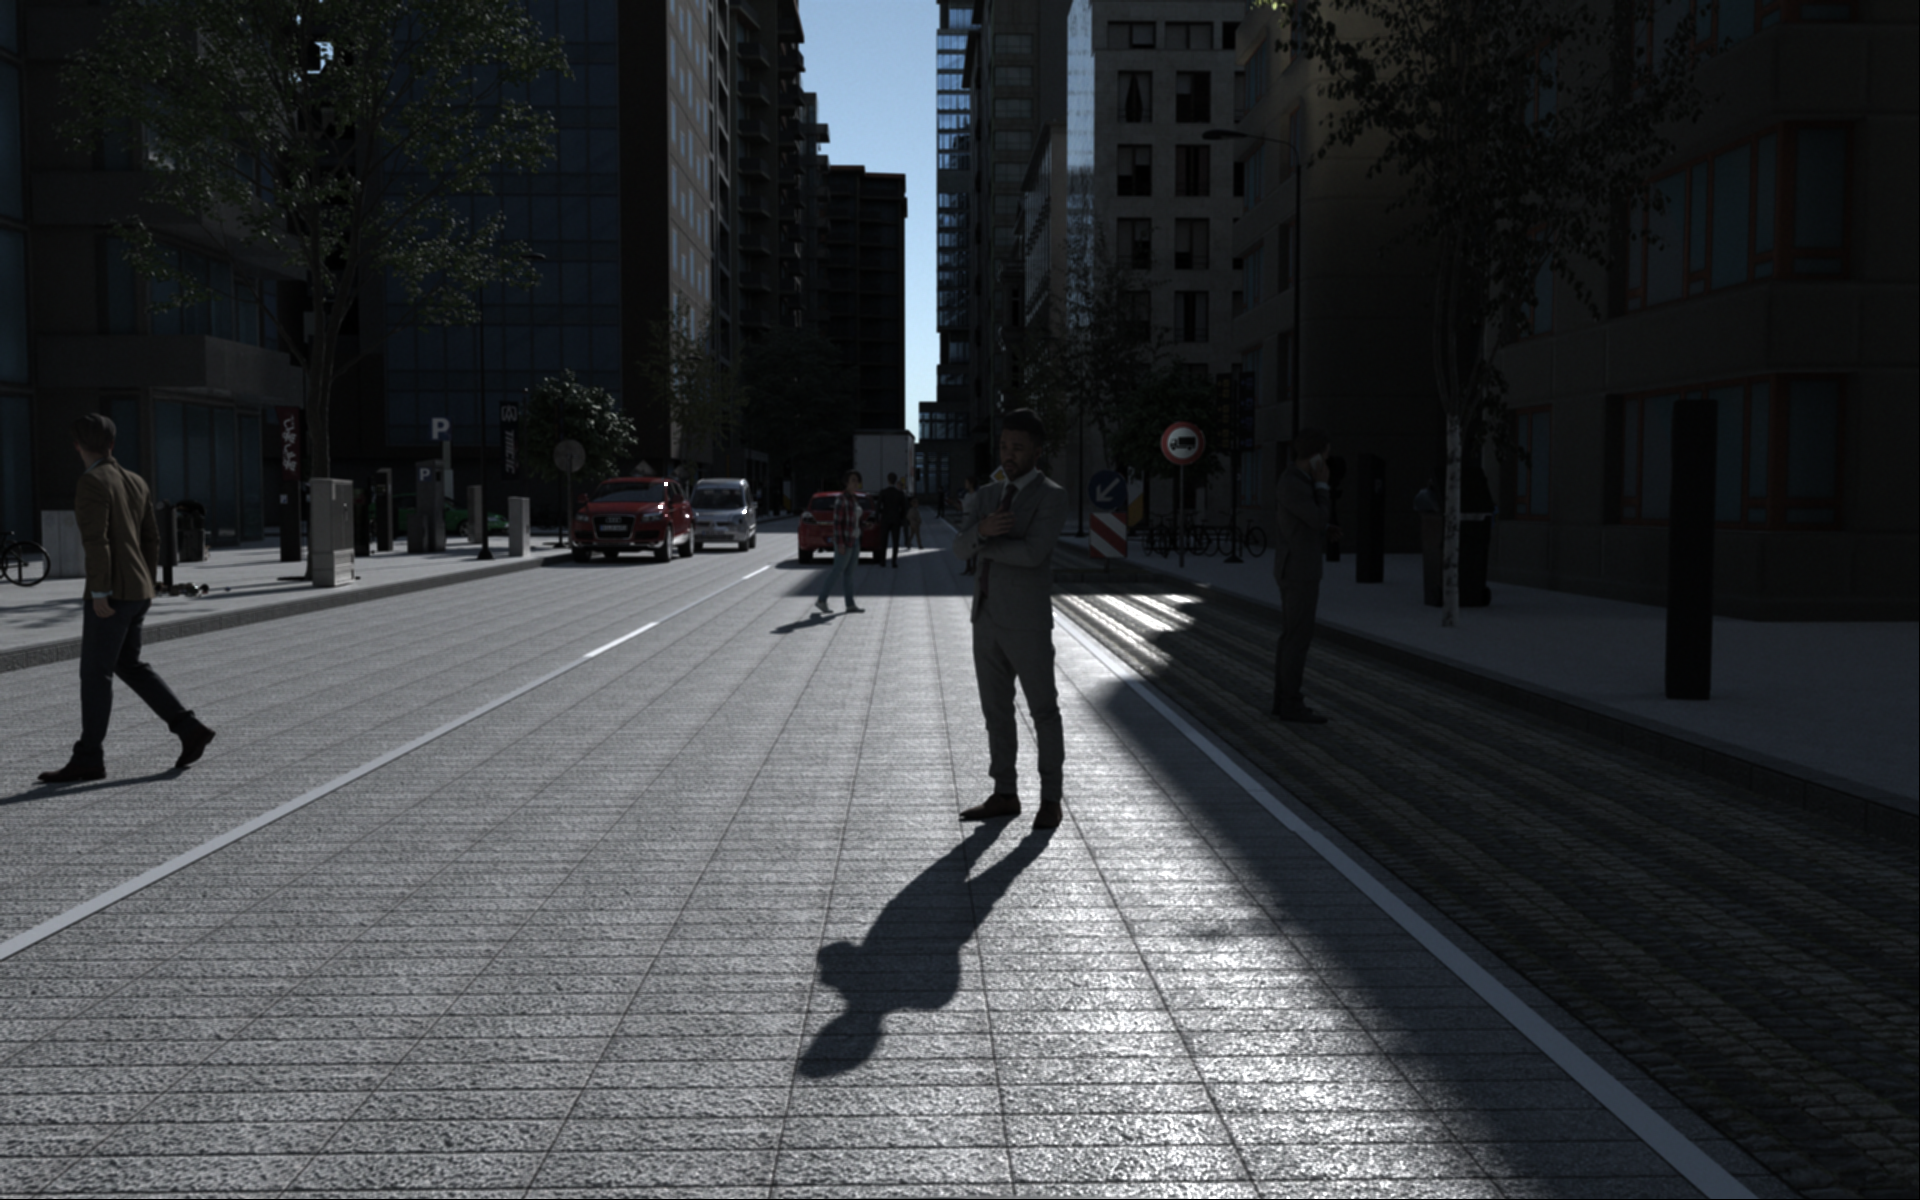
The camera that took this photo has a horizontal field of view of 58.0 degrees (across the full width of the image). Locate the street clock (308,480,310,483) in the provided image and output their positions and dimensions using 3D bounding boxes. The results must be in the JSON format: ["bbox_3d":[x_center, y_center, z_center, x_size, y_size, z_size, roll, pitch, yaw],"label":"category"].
[{"bbox_3d":[-31.951,-4.952,85.530,0.471,2.002,0.358,2,4,35],"label":"street clock"}]

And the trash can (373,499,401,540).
[{"bbox_3d":[-16.053,-2.257,48.561,0.748,1.137,0.748,0,3,0],"label":"trash can"}]

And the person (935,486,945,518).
[{"bbox_3d":[-1.179,-5.834,103.241,0.474,1.900,0.648,-2,4,-30],"label":"person"}]

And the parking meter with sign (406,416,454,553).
[{"bbox_3d":[-11.695,-2.562,38.152,0.543,3.016,1.738,0,4,3],"label":"parking meter with sign"}]

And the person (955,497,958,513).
[{"bbox_3d":[-0.189,-7.013,127.851,0.352,1.250,0.332,0,4,6],"label":"person"}]

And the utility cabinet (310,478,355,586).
[{"bbox_3d":[-8.780,-0.955,24.285,0.318,1.500,1.173,0,4,-6],"label":"utility cabinet"}]

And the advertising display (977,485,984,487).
[{"bbox_3d":[1.425,-6.989,119.478,0.123,1.923,0.974,2,4,29],"label":"advertising display"}]

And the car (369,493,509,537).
[{"bbox_3d":[-16.252,-2.711,53.113,4.718,1.807,1.959,0,4,-2],"label":"car"}]

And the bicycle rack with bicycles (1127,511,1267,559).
[{"bbox_3d":[4.601,-1.373,35.830,2.852,0.926,2.925,-1,4,-23],"label":"bicycle rack with bicycles"}]

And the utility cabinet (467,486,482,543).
[{"bbox_3d":[-12.577,-2.223,45.019,0.318,1.500,1.173,-2,4,-24],"label":"utility cabinet"}]

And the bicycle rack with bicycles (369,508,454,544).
[{"bbox_3d":[-14.416,-1.924,44.841,2.852,0.926,2.925,-1,4,-15],"label":"bicycle rack with bicycles"}]

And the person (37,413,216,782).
[{"bbox_3d":[-4.278,-0.027,8.845,0.836,1.842,0.656,-2,4,-32],"label":"person"}]

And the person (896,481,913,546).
[{"bbox_3d":[-1.589,-2.396,47.852,0.661,1.801,0.590,-3,5,-40],"label":"person"}]

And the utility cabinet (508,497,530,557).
[{"bbox_3d":[-9.147,-1.518,35.984,0.306,1.237,1.020,0,4,-5],"label":"utility cabinet"}]

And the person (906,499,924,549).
[{"bbox_3d":[-1.191,-1.966,44.919,0.475,1.303,0.640,2,4,35],"label":"person"}]

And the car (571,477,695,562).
[{"bbox_3d":[-7.096,-1.792,37.974,2.281,1.827,5.304,0,4,0],"label":"car"}]

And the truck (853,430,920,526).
[{"bbox_3d":[-3.408,-5.638,81.094,2.839,4.237,11.283,0,4,0],"label":"truck"}]

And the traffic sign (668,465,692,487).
[{"bbox_3d":[-9.502,-3.373,58.790,0.795,2.450,0.064,0,4,-2],"label":"traffic sign"}]

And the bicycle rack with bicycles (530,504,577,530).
[{"bbox_3d":[-14.968,-3.022,62.797,2.925,0.926,2.852,2,4,30],"label":"bicycle rack with bicycles"}]

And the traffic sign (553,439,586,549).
[{"bbox_3d":[-9.114,-2.465,40.403,0.768,2.556,0.104,0,4,3],"label":"traffic sign"}]

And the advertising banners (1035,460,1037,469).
[{"bbox_3d":[2.855,-3.997,61.544,0.090,3.025,2.074,-1,4,-12],"label":"advertising banners"}]

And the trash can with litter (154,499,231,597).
[{"bbox_3d":[-10.288,-0.688,22.309,1.678,1.210,2.233,-2,4,-31],"label":"trash can with litter"}]

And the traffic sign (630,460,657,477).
[{"bbox_3d":[-9.284,-2.885,50.808,0.795,2.450,0.064,0,4,-2],"label":"traffic sign"}]

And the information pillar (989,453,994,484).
[{"bbox_3d":[1.798,-6.596,99.202,0.183,3.616,0.504,2,4,24],"label":"information pillar"}]

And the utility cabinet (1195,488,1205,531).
[{"bbox_3d":[8.194,-3.085,59.126,0.318,1.500,1.173,0,4,6],"label":"utility cabinet"}]

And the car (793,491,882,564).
[{"bbox_3d":[-2.531,-1.721,37.172,2.155,1.783,4.494,0,4,-3],"label":"car"}]

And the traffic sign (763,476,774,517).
[{"bbox_3d":[-10.648,-5.758,96.275,0.606,2.300,0.079,0,4,7],"label":"traffic sign"}]

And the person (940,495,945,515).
[{"bbox_3d":[-1.240,-6.522,115.227,0.391,1.810,0.635,-3,5,-42],"label":"person"}]

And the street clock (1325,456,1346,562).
[{"bbox_3d":[7.097,-1.732,32.896,0.358,2.002,0.471,-1,4,-22],"label":"street clock"}]

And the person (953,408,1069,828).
[{"bbox_3d":[0.209,0.071,7.525,0.511,1.800,0.466,2,4,26],"label":"person"}]

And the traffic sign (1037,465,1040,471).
[{"bbox_3d":[2.815,-4.237,69.381,0.768,2.556,0.104,0,3,0],"label":"traffic sign"}]

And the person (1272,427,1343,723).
[{"bbox_3d":[2.198,-0.161,10.938,0.447,1.846,0.655,0,4,2],"label":"person"}]

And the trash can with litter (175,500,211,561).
[{"bbox_3d":[-14.665,-1.322,33.006,0.624,1.170,1.055,-1,4,-14],"label":"trash can with litter"}]

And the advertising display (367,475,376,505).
[{"bbox_3d":[-19.413,-3.219,57.845,0.123,1.923,0.974,1,4,19],"label":"advertising display"}]

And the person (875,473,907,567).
[{"bbox_3d":[-1.383,-1.569,33.930,0.659,1.850,0.755,-1,4,-11],"label":"person"}]

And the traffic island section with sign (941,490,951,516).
[{"bbox_3d":[-0.024,-6.319,111.936,1.989,1.847,2.006,0,4,-2],"label":"traffic island section with sign"}]

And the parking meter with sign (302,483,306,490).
[{"bbox_3d":[-44.517,-7.451,118.084,1.738,3.016,0.543,0,4,-4],"label":"parking meter with sign"}]

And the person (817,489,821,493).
[{"bbox_3d":[-10.208,-7.168,125.883,0.537,1.800,0.526,1,4,12],"label":"person"}]

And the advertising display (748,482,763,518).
[{"bbox_3d":[-10.875,-5.280,91.535,0.974,1.923,0.123,1,4,17],"label":"advertising display"}]

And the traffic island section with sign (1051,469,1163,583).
[{"bbox_3d":[2.249,-1.224,28.638,1.989,1.847,2.006,0,4,-2],"label":"traffic island section with sign"}]

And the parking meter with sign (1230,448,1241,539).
[{"bbox_3d":[7.779,-3.167,48.048,0.543,3.016,1.738,1,4,18],"label":"parking meter with sign"}]

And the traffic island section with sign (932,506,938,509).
[{"bbox_3d":[-1.362,-9.311,160.861,1.989,1.847,2.006,0,4,-2],"label":"traffic island section with sign"}]

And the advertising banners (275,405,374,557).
[{"bbox_3d":[-12.832,-2.374,35.004,0.090,3.025,2.074,3,5,40],"label":"advertising banners"}]

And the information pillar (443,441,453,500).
[{"bbox_3d":[-17.389,-4.124,58.782,0.504,3.616,0.183,2,4,33],"label":"information pillar"}]

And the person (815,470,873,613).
[{"bbox_3d":[-1.396,-0.711,20.961,0.643,1.720,0.563,1,4,22],"label":"person"}]

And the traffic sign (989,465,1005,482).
[{"bbox_3d":[1.389,-3.390,59.066,0.795,2.450,0.064,0,4,-2],"label":"traffic sign"}]

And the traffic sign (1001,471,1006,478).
[{"bbox_3d":[1.607,-2.902,51.084,0.795,2.450,0.064,0,4,-2],"label":"traffic sign"}]

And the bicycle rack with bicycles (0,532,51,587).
[{"bbox_3d":[-14.122,-0.645,23.931,2.925,0.926,2.852,-1,4,-10],"label":"bicycle rack with bicycles"}]

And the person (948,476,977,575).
[{"bbox_3d":[0.099,-1.320,30.647,0.524,1.755,0.480,-2,4,-32],"label":"person"}]

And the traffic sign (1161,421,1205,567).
[{"bbox_3d":[3.885,-1.845,30.265,0.768,2.556,0.104,0,4,3],"label":"traffic sign"}]

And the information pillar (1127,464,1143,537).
[{"bbox_3d":[5.231,-3.690,51.690,0.504,3.616,0.183,2,4,32],"label":"information pillar"}]

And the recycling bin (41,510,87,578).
[{"bbox_3d":[-13.628,-0.868,26.753,0.722,1.027,0.722,1,4,15],"label":"recycling bin"}]

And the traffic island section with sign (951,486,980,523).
[{"bbox_3d":[0.718,-4.671,84.991,1.989,1.847,2.006,0,4,-2],"label":"traffic island section with sign"}]
